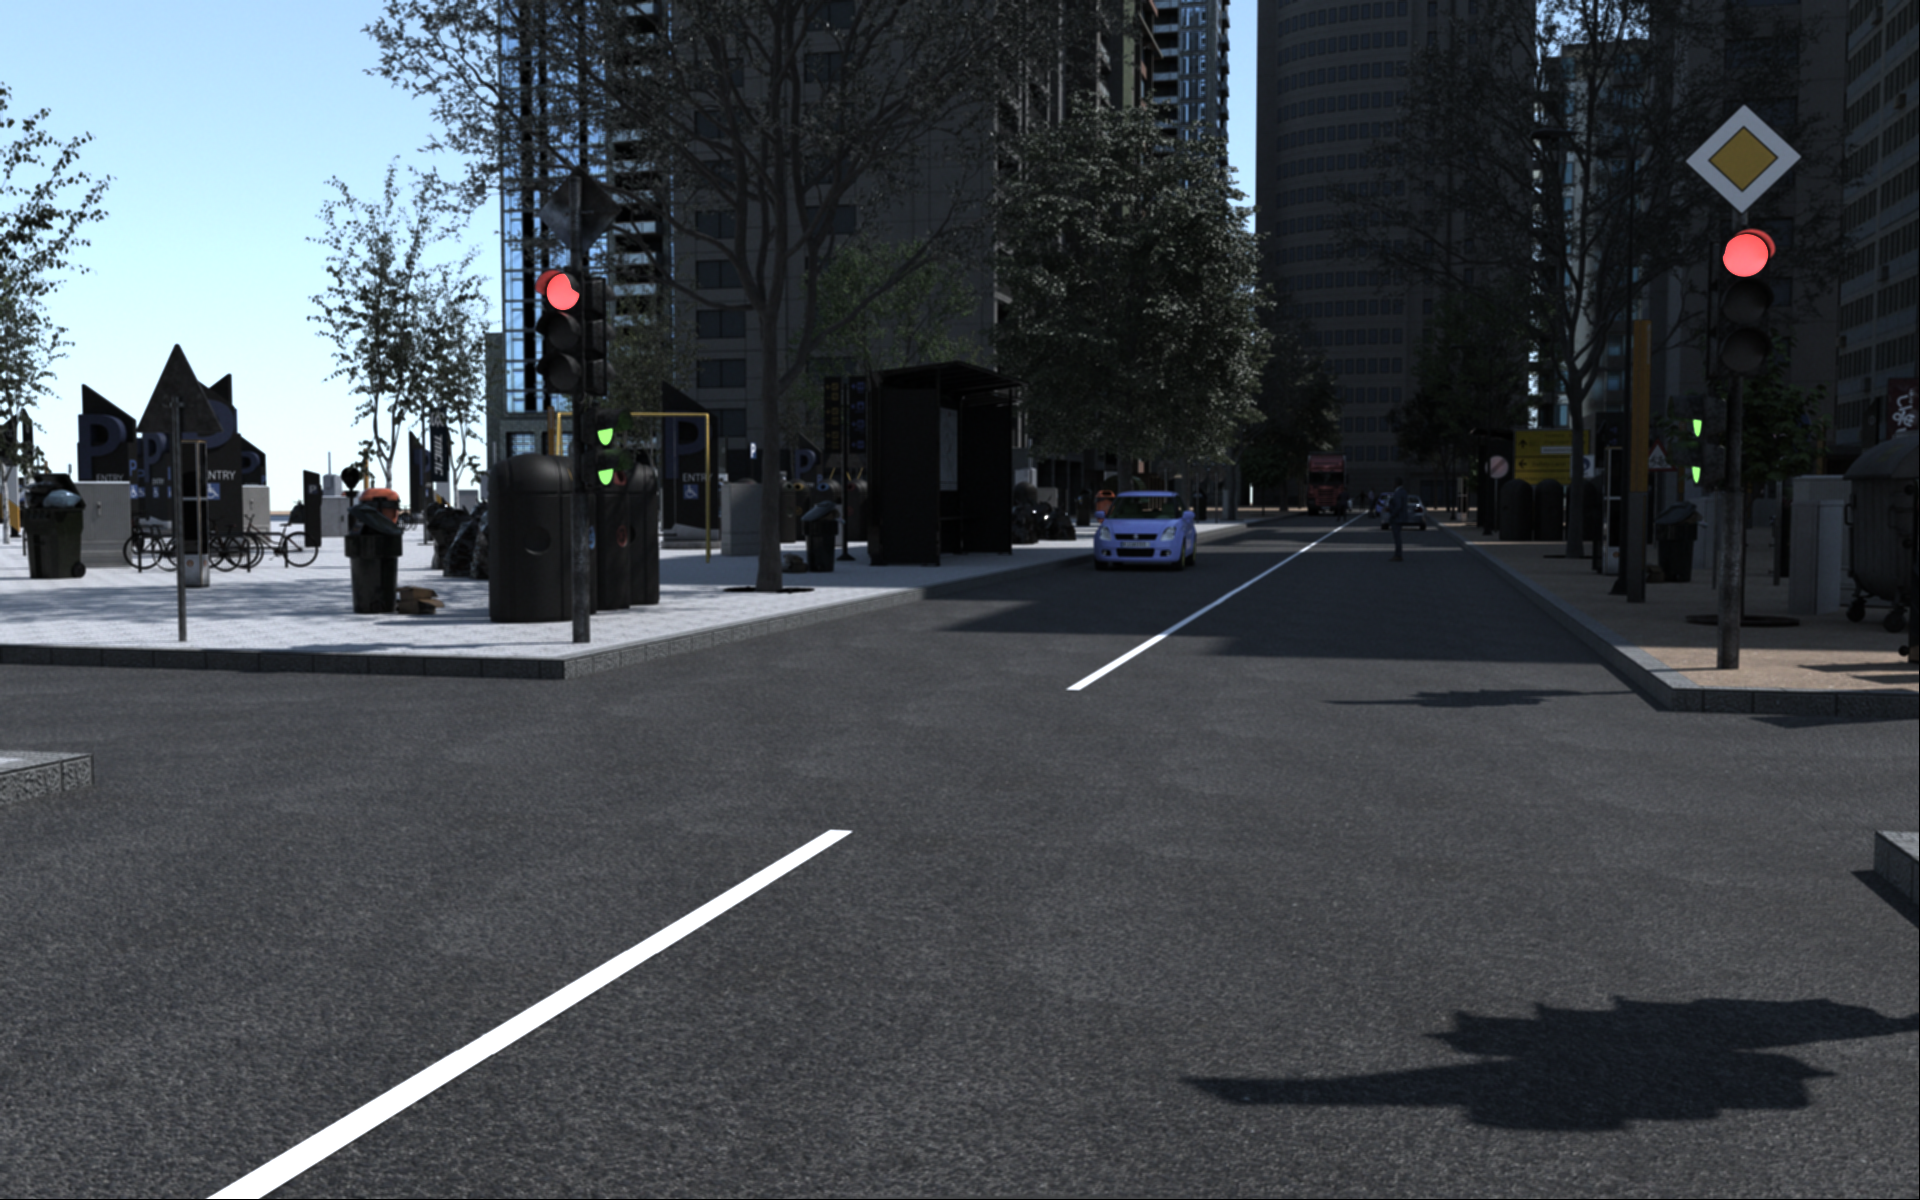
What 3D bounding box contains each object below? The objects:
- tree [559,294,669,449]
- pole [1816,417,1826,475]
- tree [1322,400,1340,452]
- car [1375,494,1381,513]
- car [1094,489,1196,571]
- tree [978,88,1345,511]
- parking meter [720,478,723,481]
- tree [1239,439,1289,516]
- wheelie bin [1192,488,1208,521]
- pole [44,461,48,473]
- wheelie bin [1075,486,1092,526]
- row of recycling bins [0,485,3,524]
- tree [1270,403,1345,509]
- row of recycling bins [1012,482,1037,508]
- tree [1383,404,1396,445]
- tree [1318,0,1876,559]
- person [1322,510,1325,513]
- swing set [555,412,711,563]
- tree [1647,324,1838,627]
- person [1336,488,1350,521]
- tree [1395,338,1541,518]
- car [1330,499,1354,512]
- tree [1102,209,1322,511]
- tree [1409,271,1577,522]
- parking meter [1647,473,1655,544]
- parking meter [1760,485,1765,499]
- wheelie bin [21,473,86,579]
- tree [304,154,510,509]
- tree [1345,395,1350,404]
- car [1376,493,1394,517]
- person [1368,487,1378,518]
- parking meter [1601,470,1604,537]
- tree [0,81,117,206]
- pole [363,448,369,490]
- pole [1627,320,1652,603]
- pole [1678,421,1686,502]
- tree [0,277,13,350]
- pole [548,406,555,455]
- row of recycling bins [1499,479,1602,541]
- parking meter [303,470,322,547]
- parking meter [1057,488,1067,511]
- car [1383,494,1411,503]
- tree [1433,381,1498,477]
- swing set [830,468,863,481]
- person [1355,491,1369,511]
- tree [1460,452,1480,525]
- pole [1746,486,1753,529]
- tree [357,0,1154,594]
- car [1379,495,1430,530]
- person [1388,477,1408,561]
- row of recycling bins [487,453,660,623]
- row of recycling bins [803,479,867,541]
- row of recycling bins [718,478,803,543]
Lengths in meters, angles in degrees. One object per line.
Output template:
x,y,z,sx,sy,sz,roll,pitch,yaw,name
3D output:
-12.571,-6.899,63.155,4.737,8.622,4.395,0,3,0,tree
22.711,-3.173,45.722,0.158,3.312,0.155,0,3,0,pole
32.143,-14.949,162.537,7.486,12.596,7.792,0,3,0,tree
32.616,-7.491,132.263,2.009,1.686,4.222,1,4,15,car
3.621,-1.469,33.606,1.945,1.707,3.694,1,4,12,car
5.052,-8.977,53.427,9.857,13.997,8.962,0,3,0,tree
-8.928,-3.548,63.729,0.399,1.863,0.255,1,4,16,parking meter
17.832,-7.205,101.516,4.285,4.588,4.351,0,3,0,tree
11.616,-4.648,83.906,0.693,1.594,0.980,0,4,-2,wheelie bin
-55.821,-6.851,105.864,0.158,3.312,0.155,0,3,0,pole
4.973,-3.781,69.721,0.693,1.594,0.980,0,4,2,wheelie bin
-41.904,-4.096,74.089,1.069,1.692,3.534,1,4,10,row of recycling bins
29.841,-13.241,150.899,8.767,10.594,7.601,3,4,39,tree
0.812,-3.092,57.669,3.534,1.692,1.069,0,4,0,row of recycling bins
34.817,-11.572,123.611,8.767,10.594,7.601,-1,4,-11,tree
12.258,-7.567,34.086,12.009,13.543,11.850,0,3,0,tree
27.293,-7.432,130.021,0.705,1.824,1.348,1,4,22,person
-6.415,-2.191,33.442,3.119,2.851,2.862,0,4,-8,swing set
7.625,-1.375,17.089,1.663,3.219,1.824,0,3,0,tree
20.212,-5.048,91.478,0.683,1.767,0.568,0,4,2,person
27.829,-9.746,93.751,7.601,10.594,8.767,1,4,16,tree
30.986,-7.881,140.854,2.014,1.417,4.499,1,4,13,car
8.912,-9.253,69.420,7.486,12.596,7.792,0,3,0,tree
24.506,-9.428,79.900,9.928,11.665,9.643,0,3,0,tree
17.558,-2.363,44.352,0.399,1.863,0.255,0,4,-4,parking meter
37.993,-4.682,82.261,0.399,1.863,0.255,-1,4,-22,parking meter
-13.784,-1.128,26.359,0.980,1.594,0.693,1,4,17,wheelie bin
-12.638,-5.398,38.615,4.360,8.622,3.978,0,3,0,tree
24.894,-13.835,132.853,9.857,13.997,8.962,0,3,0,tree
27.365,-6.162,110.334,1.945,1.707,3.694,1,4,13,car
24.611,-5.785,102.959,0.599,1.838,0.709,3,4,37,person
15.952,-2.252,42.524,0.255,1.863,0.399,-1,4,-15,parking meter
-13.896,-4.447,23.069,4.360,8.622,3.978,0,3,0,tree
-26.461,-5.097,77.185,0.158,3.312,0.155,0,3,0,pole
8.003,-1.624,20.400,0.158,3.312,0.155,0,3,0,pole
20.297,-3.357,48.731,0.158,3.312,0.155,0,3,0,pole
-22.716,-5.318,37.313,4.737,8.622,4.395,0,3,0,tree
-9.514,-2.846,40.378,0.158,3.312,0.155,0,3,0,pole
16.709,-2.489,47.809,3.534,1.692,1.069,0,4,-3,row of recycling bins
-15.656,-2.214,41.911,0.399,1.863,0.255,-2,4,-28,parking meter
3.979,-3.623,67.647,0.372,1.533,0.369,0,3,0,parking meter
26.131,-5.651,102.616,2.015,1.641,3.980,1,4,13,car
31.249,-9.537,106.299,4.360,8.622,3.978,0,3,0,tree
-4.893,-4.967,78.829,2.862,2.851,3.119,1,4,23,swing set
33.335,-8.199,143.374,1.217,1.723,0.721,1,4,21,person
21.397,-4.719,71.753,1.663,3.219,1.824,0,3,0,tree
29.093,-4.276,63.751,0.158,3.312,0.155,0,3,0,pole
-2.402,-6.856,22.463,12.009,13.543,11.850,0,3,0,tree
17.968,-3.550,70.050,2.014,1.417,4.499,1,4,15,car
9.380,-1.737,37.082,0.419,1.800,0.721,1,4,19,person
-4.185,-0.719,18.862,1.069,1.692,3.534,1,4,9,row of recycling bins
-3.245,-2.463,47.391,3.534,1.692,1.069,1,4,20,row of recycling bins
-5.974,-2.312,44.916,3.534,1.692,1.069,-2,4,-29,row of recycling bins
